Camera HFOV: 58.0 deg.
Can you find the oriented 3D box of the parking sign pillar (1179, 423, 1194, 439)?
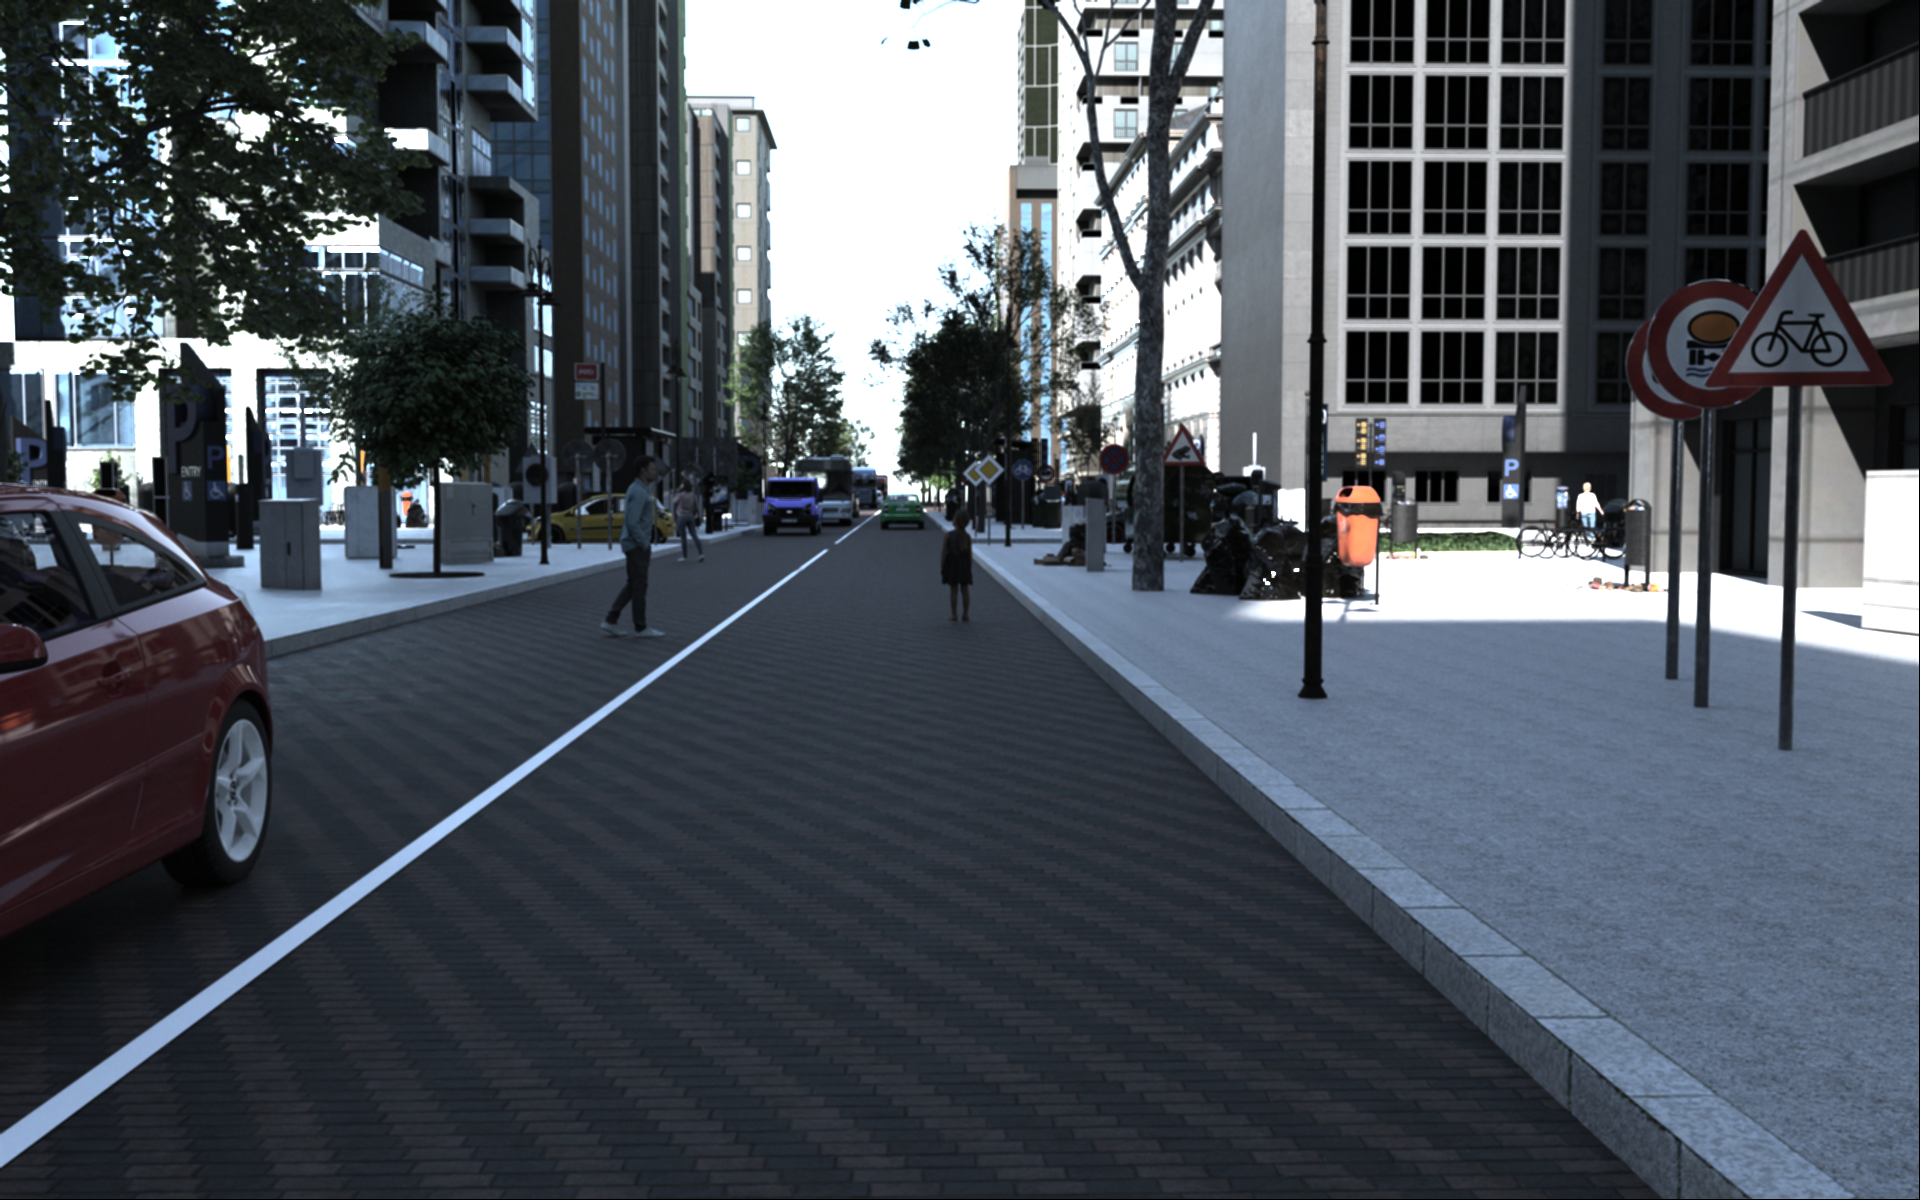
[{"bbox_3d":[8.464,-4.679,64.975,1.447,3.967,1.447,-1,4,-22],"label":"parking sign pillar"}]

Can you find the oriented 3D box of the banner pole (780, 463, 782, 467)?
[{"bbox_3d":[-12.613,-8.085,122.207,0.401,3.779,0.863,-1,4,-10],"label":"banner pole"}]

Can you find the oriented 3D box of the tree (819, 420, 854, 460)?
[{"bbox_3d":[-11.657,-12.465,154.167,4.360,8.622,3.978,0,3,0],"label":"tree"}]

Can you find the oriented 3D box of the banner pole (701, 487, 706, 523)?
[{"bbox_3d":[-11.180,-5.296,76.610,0.863,3.779,0.401,-3,4,-36],"label":"banner pole"}]

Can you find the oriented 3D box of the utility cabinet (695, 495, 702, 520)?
[{"bbox_3d":[-12.907,-4.550,85.548,0.306,1.237,1.020,-1,4,-16],"label":"utility cabinet"}]

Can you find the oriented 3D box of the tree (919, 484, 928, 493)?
[{"bbox_3d":[-5.905,-17.659,283.318,1.663,3.219,1.824,0,3,0],"label":"tree"}]

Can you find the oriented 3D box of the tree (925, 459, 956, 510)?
[{"bbox_3d":[-1.225,-9.734,142.871,4.285,4.588,4.351,0,3,0],"label":"tree"}]

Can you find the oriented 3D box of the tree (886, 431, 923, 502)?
[{"bbox_3d":[-5.211,-20.055,238.272,12.009,13.543,11.850,0,3,0],"label":"tree"}]

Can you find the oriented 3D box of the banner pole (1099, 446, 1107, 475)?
[{"bbox_3d":[7.395,-6.088,89.549,0.401,3.779,0.863,3,5,45],"label":"banner pole"}]

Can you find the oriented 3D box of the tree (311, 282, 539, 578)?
[{"bbox_3d":[-8.268,-2.646,26.979,4.285,4.588,4.351,0,3,0],"label":"tree"}]

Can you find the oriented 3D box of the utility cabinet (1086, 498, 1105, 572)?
[{"bbox_3d":[2.272,-1.096,29.075,0.306,1.237,1.020,0,4,3],"label":"utility cabinet"}]

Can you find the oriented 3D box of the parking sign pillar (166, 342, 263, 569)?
[{"bbox_3d":[-13.356,-2.560,30.326,1.447,3.967,1.447,3,5,39],"label":"parking sign pillar"}]

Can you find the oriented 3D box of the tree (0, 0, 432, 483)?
[{"bbox_3d":[-8.099,-5.816,13.213,7.486,12.596,7.792,0,3,0],"label":"tree"}]

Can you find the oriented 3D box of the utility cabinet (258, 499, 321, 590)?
[{"bbox_3d":[-9.071,-0.750,23.431,1.020,1.237,0.306,3,4,36],"label":"utility cabinet"}]

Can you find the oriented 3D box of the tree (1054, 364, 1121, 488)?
[{"bbox_3d":[7.148,-9.103,99.193,4.360,8.622,3.978,0,3,0],"label":"tree"}]

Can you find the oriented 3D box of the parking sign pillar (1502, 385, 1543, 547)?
[{"bbox_3d":[13.582,-3.302,42.464,1.447,3.967,1.447,1,4,23],"label":"parking sign pillar"}]

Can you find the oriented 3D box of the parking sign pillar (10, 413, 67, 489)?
[{"bbox_3d":[-32.279,-4.395,60.329,1.447,3.967,1.447,2,4,30],"label":"parking sign pillar"}]

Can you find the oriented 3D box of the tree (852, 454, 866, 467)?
[{"bbox_3d":[-16.840,-20.415,284.141,4.737,8.622,4.395,0,3,0],"label":"tree"}]

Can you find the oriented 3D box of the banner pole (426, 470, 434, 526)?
[{"bbox_3d":[-21.201,-4.855,69.393,0.401,3.779,0.863,2,4,30],"label":"banner pole"}]

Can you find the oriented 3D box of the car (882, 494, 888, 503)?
[{"bbox_3d":[-5.537,-8.272,145.036,2.009,1.686,4.222,0,4,-2],"label":"car"}]

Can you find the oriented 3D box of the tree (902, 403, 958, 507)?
[{"bbox_3d":[-2.513,-15.896,178.027,7.486,12.596,7.792,0,3,0],"label":"tree"}]

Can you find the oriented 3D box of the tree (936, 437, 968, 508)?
[{"bbox_3d":[-1.153,-12.615,156.623,4.360,8.622,3.978,0,3,0],"label":"tree"}]

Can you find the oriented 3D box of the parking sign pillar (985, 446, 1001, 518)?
[{"bbox_3d":[1.994,-6.405,93.186,1.447,3.967,1.447,-1,4,-11],"label":"parking sign pillar"}]

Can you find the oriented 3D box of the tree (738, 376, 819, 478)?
[{"bbox_3d":[-11.441,-9.545,106.417,4.360,8.622,3.978,0,3,0],"label":"tree"}]

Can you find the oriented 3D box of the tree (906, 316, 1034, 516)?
[{"bbox_3d":[0.459,-10.649,99.864,9.928,11.665,9.643,0,3,0],"label":"tree"}]

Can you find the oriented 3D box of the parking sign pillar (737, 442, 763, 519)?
[{"bbox_3d":[-10.659,-6.060,87.556,1.447,3.967,1.447,-2,4,-24],"label":"parking sign pillar"}]

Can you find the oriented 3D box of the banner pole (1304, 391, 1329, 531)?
[{"bbox_3d":[8.633,-3.193,42.215,0.863,3.779,0.401,-2,4,-27],"label":"banner pole"}]

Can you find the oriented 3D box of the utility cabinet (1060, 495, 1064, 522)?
[{"bbox_3d":[4.981,-4.207,79.954,1.020,1.237,0.306,-1,4,-22],"label":"utility cabinet"}]

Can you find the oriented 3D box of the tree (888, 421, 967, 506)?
[{"bbox_3d":[-3.290,-16.937,193.924,9.611,12.733,9.660,0,3,0],"label":"tree"}]

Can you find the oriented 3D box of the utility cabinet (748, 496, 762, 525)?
[{"bbox_3d":[-8.608,-3.764,72.698,0.306,1.237,1.020,-2,4,-27],"label":"utility cabinet"}]

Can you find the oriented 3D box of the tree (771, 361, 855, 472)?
[{"bbox_3d":[-12.546,-13.902,145.423,7.486,12.596,7.792,0,3,0],"label":"tree"}]

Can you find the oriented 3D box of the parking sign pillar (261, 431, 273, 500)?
[{"bbox_3d":[-21.895,-4.017,54.150,1.447,3.967,1.447,0,4,-7],"label":"parking sign pillar"}]

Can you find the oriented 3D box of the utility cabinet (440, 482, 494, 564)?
[{"bbox_3d":[-9.103,-1.417,31.840,0.318,1.500,1.173,2,4,29],"label":"utility cabinet"}]

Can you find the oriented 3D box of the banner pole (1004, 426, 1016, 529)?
[{"bbox_3d":[1.790,-4.545,64.325,0.401,3.779,0.863,-1,4,-20],"label":"banner pole"}]

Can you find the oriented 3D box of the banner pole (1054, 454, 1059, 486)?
[{"bbox_3d":[6.057,-7.272,108.910,0.401,3.779,0.863,2,4,28],"label":"banner pole"}]

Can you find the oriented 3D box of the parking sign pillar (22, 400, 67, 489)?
[{"bbox_3d":[-26.258,-3.785,50.352,1.447,3.967,1.447,-2,4,-24],"label":"parking sign pillar"}]

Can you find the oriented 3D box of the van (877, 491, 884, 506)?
[{"bbox_3d":[-10.366,-12.653,213.890,2.013,2.044,4.112,0,4,-2],"label":"van"}]

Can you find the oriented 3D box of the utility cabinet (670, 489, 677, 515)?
[{"bbox_3d":[-17.377,-5.815,103.753,1.173,1.500,0.318,3,4,37],"label":"utility cabinet"}]

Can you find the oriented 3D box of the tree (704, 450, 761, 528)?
[{"bbox_3d":[-9.069,-4.590,69.646,1.663,3.219,1.824,0,3,0],"label":"tree"}]

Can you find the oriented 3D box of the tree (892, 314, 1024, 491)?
[{"bbox_3d":[-0.195,-12.885,117.319,9.857,13.997,8.962,0,3,0],"label":"tree"}]

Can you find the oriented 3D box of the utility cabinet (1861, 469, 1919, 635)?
[{"bbox_3d":[8.741,-0.433,15.762,0.318,1.500,1.173,0,4,-7],"label":"utility cabinet"}]

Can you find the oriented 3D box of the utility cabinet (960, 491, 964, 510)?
[{"bbox_3d":[0.000,-6.256,110.957,0.318,1.500,1.173,1,4,15],"label":"utility cabinet"}]

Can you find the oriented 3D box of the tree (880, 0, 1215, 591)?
[{"bbox_3d":[3.564,-10.253,23.527,12.611,20.169,13.585,0,3,0],"label":"tree"}]

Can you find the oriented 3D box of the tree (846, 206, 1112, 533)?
[{"bbox_3d":[0.660,-7.496,56.979,8.767,10.594,7.601,0,4,1],"label":"tree"}]

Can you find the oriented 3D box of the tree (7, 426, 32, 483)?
[{"bbox_3d":[-22.901,-2.841,41.056,1.663,3.219,1.824,0,3,0],"label":"tree"}]

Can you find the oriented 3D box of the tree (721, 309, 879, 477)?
[{"bbox_3d":[-9.719,-10.459,96.758,9.928,11.665,9.643,0,3,0],"label":"tree"}]

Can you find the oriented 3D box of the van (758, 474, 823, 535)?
[{"bbox_3d":[-5.968,-3.518,61.896,2.240,2.365,5.245,0,4,-3],"label":"van"}]
